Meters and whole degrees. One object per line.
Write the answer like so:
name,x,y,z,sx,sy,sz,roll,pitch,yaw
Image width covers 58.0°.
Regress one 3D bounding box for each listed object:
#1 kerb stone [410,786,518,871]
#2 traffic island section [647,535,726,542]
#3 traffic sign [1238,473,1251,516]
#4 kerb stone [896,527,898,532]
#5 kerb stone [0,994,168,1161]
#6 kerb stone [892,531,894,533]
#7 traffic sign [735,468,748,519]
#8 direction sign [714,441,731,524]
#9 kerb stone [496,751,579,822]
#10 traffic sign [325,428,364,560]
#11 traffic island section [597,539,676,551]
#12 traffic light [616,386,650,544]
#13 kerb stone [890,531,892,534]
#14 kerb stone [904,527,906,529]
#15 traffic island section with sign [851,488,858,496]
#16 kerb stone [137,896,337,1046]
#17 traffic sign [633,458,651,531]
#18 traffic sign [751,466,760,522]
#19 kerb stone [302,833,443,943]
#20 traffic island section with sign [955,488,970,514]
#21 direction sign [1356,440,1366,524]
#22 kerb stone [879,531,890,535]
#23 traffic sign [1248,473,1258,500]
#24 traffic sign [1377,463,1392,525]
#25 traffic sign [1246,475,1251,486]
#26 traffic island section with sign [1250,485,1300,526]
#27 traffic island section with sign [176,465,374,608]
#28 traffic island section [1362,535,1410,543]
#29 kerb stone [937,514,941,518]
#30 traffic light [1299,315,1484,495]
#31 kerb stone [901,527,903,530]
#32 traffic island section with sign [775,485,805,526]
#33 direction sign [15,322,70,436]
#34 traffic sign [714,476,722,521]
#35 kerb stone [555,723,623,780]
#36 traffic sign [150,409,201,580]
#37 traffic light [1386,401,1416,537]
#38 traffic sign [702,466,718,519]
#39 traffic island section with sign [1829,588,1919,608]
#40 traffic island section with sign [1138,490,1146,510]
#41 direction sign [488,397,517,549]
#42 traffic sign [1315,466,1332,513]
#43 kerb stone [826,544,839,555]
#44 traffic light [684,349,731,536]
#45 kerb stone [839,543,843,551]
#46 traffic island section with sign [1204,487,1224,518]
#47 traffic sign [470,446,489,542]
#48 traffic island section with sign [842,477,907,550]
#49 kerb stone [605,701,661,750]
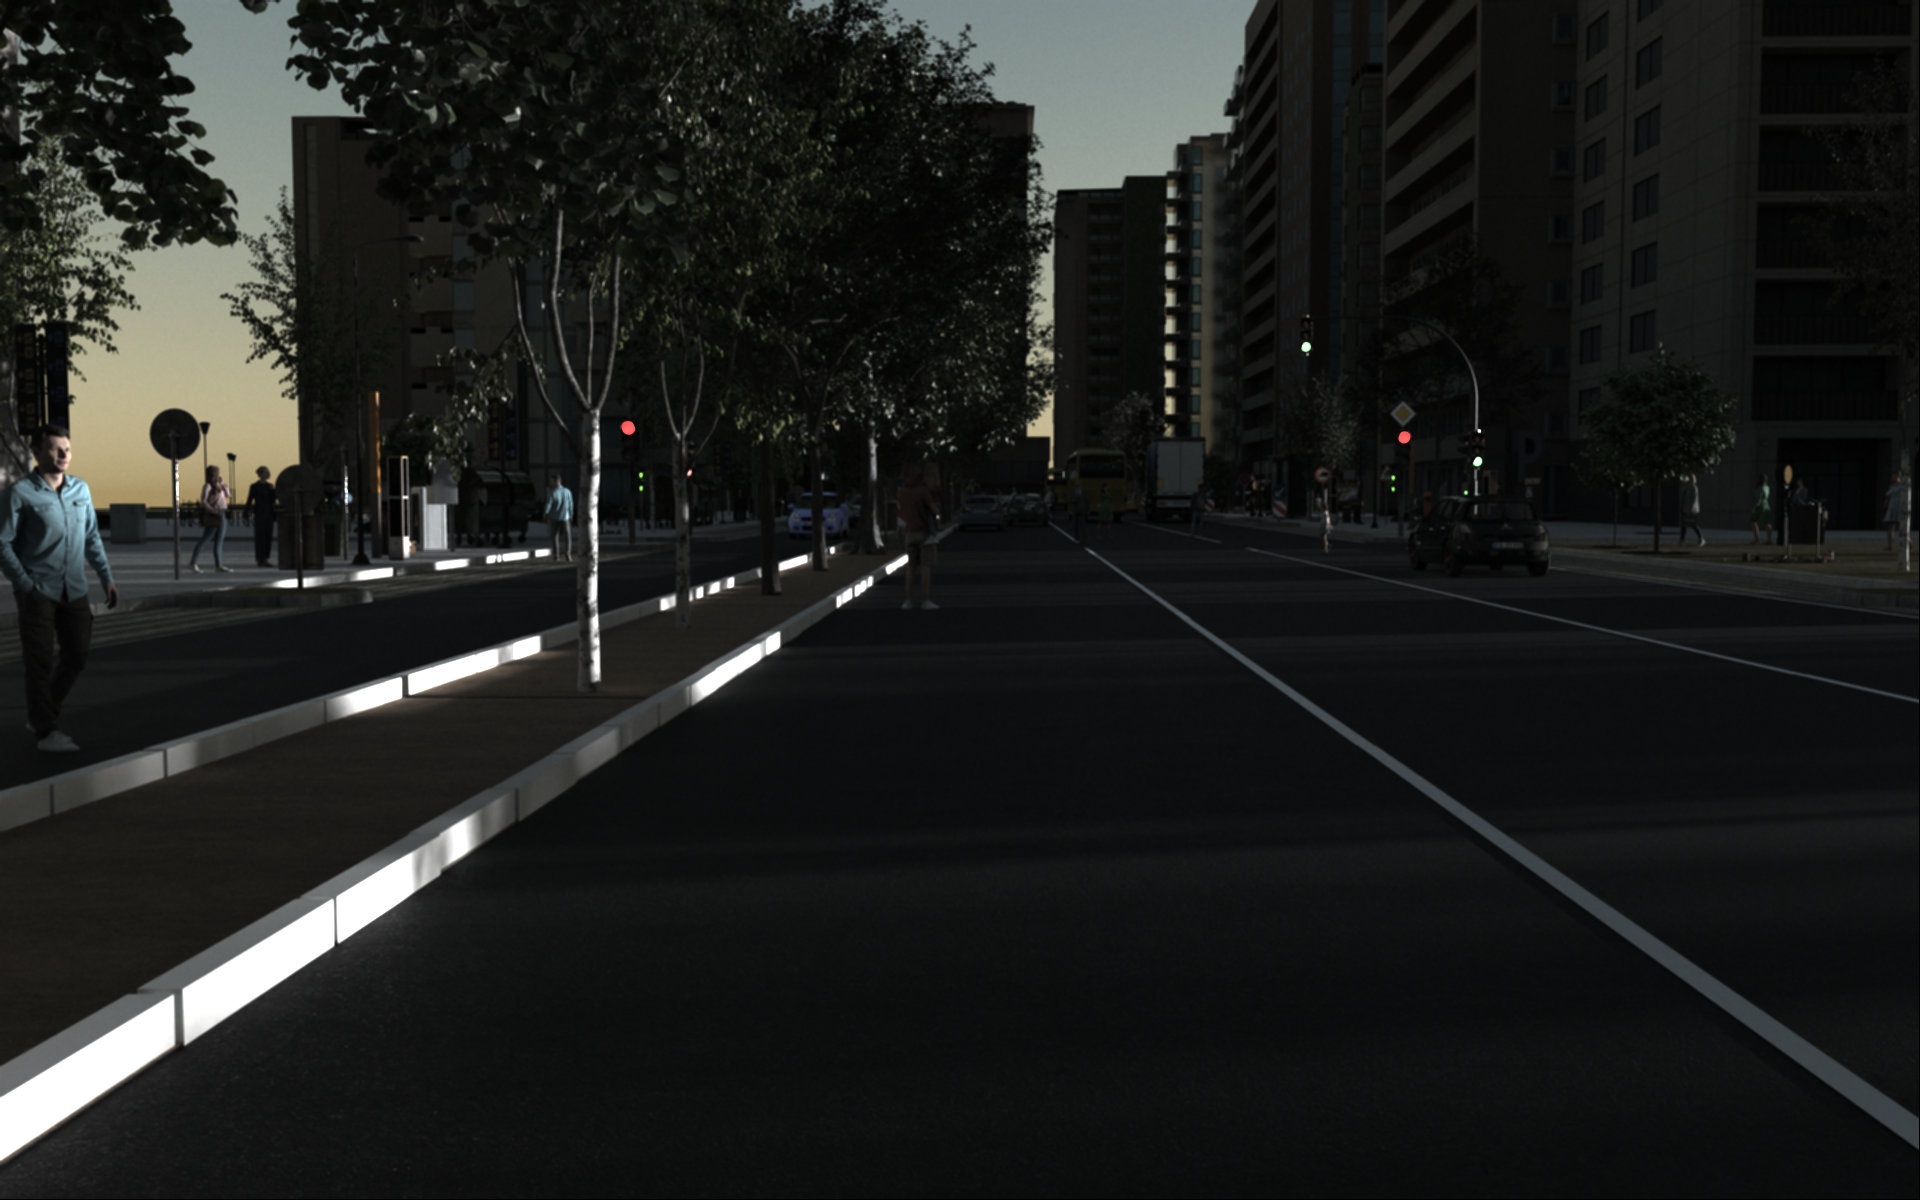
kerb stone,-2.011,0.927,7.045,0.120,0.150,1.000,0,4,2
traffic island section,-8.299,-1.874,52.919,2.009,0.180,2.903,0,4,2
traffic sign,16.953,-6.306,103.207,0.768,2.556,0.104,1,4,10
kerb stone,-2.492,-2.556,64.059,0.120,0.150,1.000,0,4,2
kerb stone,-2.100,1.122,3.971,0.120,0.150,1.000,0,4,2
kerb stone,-2.552,-2.428,62.003,0.120,0.150,1.000,0,4,2
traffic sign,-10.422,-5.021,82.191,0.768,2.556,0.104,0,4,6
direction sign,-10.250,-5.059,74.715,0.876,3.537,0.379,2,4,28
kerb stone,-1.974,0.866,8.069,0.120,0.150,1.000,0,4,2
traffic sign,-11.907,-2.044,33.522,0.768,2.556,0.104,0,4,4
traffic island section,-8.524,-1.386,44.937,2.009,0.180,2.903,0,4,2
traffic light,-8.484,-3.418,44.801,0.839,4.253,0.868,0,4,2
kerb stone,-2.587,-2.372,60.981,0.120,0.150,1.000,0,4,2
kerb stone,-2.353,-2.874,69.180,0.120,0.150,1.000,0,4,2
traffic island section with sign,-6.490,-5.906,105.186,1.989,1.847,2.006,0,4,2
kerb stone,-2.059,1.052,4.991,0.120,0.150,1.000,0,4,2
traffic sign,-11.173,-3.707,60.710,0.768,2.556,0.104,1,4,9
traffic sign,-9.301,-4.861,79.479,0.884,2.594,0.081,0,4,5
kerb stone,-2.029,0.989,6.018,0.120,0.150,1.000,0,4,2
traffic island section with sign,0.351,-7.301,127.500,2.006,1.907,1.989,0,4,2
direction sign,16.984,-4.983,73.461,0.379,3.537,0.876,-1,4,-12
kerb stone,-2.612,-2.309,59.959,0.120,0.150,1.000,0,4,2
traffic sign,18.032,-6.542,106.958,0.884,2.594,0.081,1,4,9
traffic sign,17.678,-4.390,71.773,0.884,2.594,0.081,0,4,4
traffic sign,18.887,-6.875,112.415,0.884,2.594,0.081,0,4,3
traffic island section with sign,14.043,-4.205,77.381,1.989,1.847,2.006,0,4,2
traffic island section with sign,-8.831,-0.857,22.642,1.989,1.847,2.006,0,4,2
traffic island section,13.334,-1.836,52.306,2.009,0.180,2.903,0,4,2
kerb stone,-1.194,-5.379,110.148,0.120,0.150,1.000,0,4,2
traffic light,10.975,-4.248,44.128,4.771,5.953,1.251,0,4,2
kerb stone,-2.408,-2.748,67.129,0.120,0.150,1.000,0,4,2
traffic island section with sign,-7.272,-4.231,77.801,1.989,1.847,2.006,0,4,2
direction sign,-12.184,-1.899,23.051,0.876,3.537,0.379,1,4,21
traffic sign,-11.505,-4.984,81.600,0.768,2.556,0.104,0,4,2
kerb stone,-1.952,0.802,9.090,0.120,0.150,1.000,0,4,2
traffic sign,-11.699,-1.573,25.828,0.768,2.556,0.104,0,4,3
traffic light,13.294,-3.870,52.193,0.839,4.253,0.868,0,4,2
traffic sign,-11.288,-4.767,78.047,0.768,2.556,0.104,0,4,2
traffic island section with sign,12.497,-0.845,22.444,1.989,1.847,2.006,0,4,2
traffic island section with sign,16.203,-8.893,154.020,1.989,1.847,2.006,0,4,2
direction sign,-10.717,-2.973,40.611,0.876,3.537,0.379,2,4,30
traffic sign,16.648,-4.852,79.430,0.768,2.556,0.104,0,4,8
kerb stone,-3.116,-1.213,42.032,0.120,0.150,1.000,0,4,2
traffic light,-6.166,-4.776,52.759,4.771,5.953,1.251,0,4,2
kerb stone,-3.091,-1.276,43.053,0.120,0.150,1.000,0,4,2
traffic island section with sign,14.816,-5.853,104.325,1.989,1.847,2.006,0,4,2
traffic sign,-12.616,-2.806,45.978,0.768,2.556,0.104,0,4,3
traffic island section with sign,-1.978,-2.254,44.987,2.006,1.907,1.989,0,4,2
kerb stone,-1.925,0.739,10.112,0.120,0.150,1.000,0,4,2
